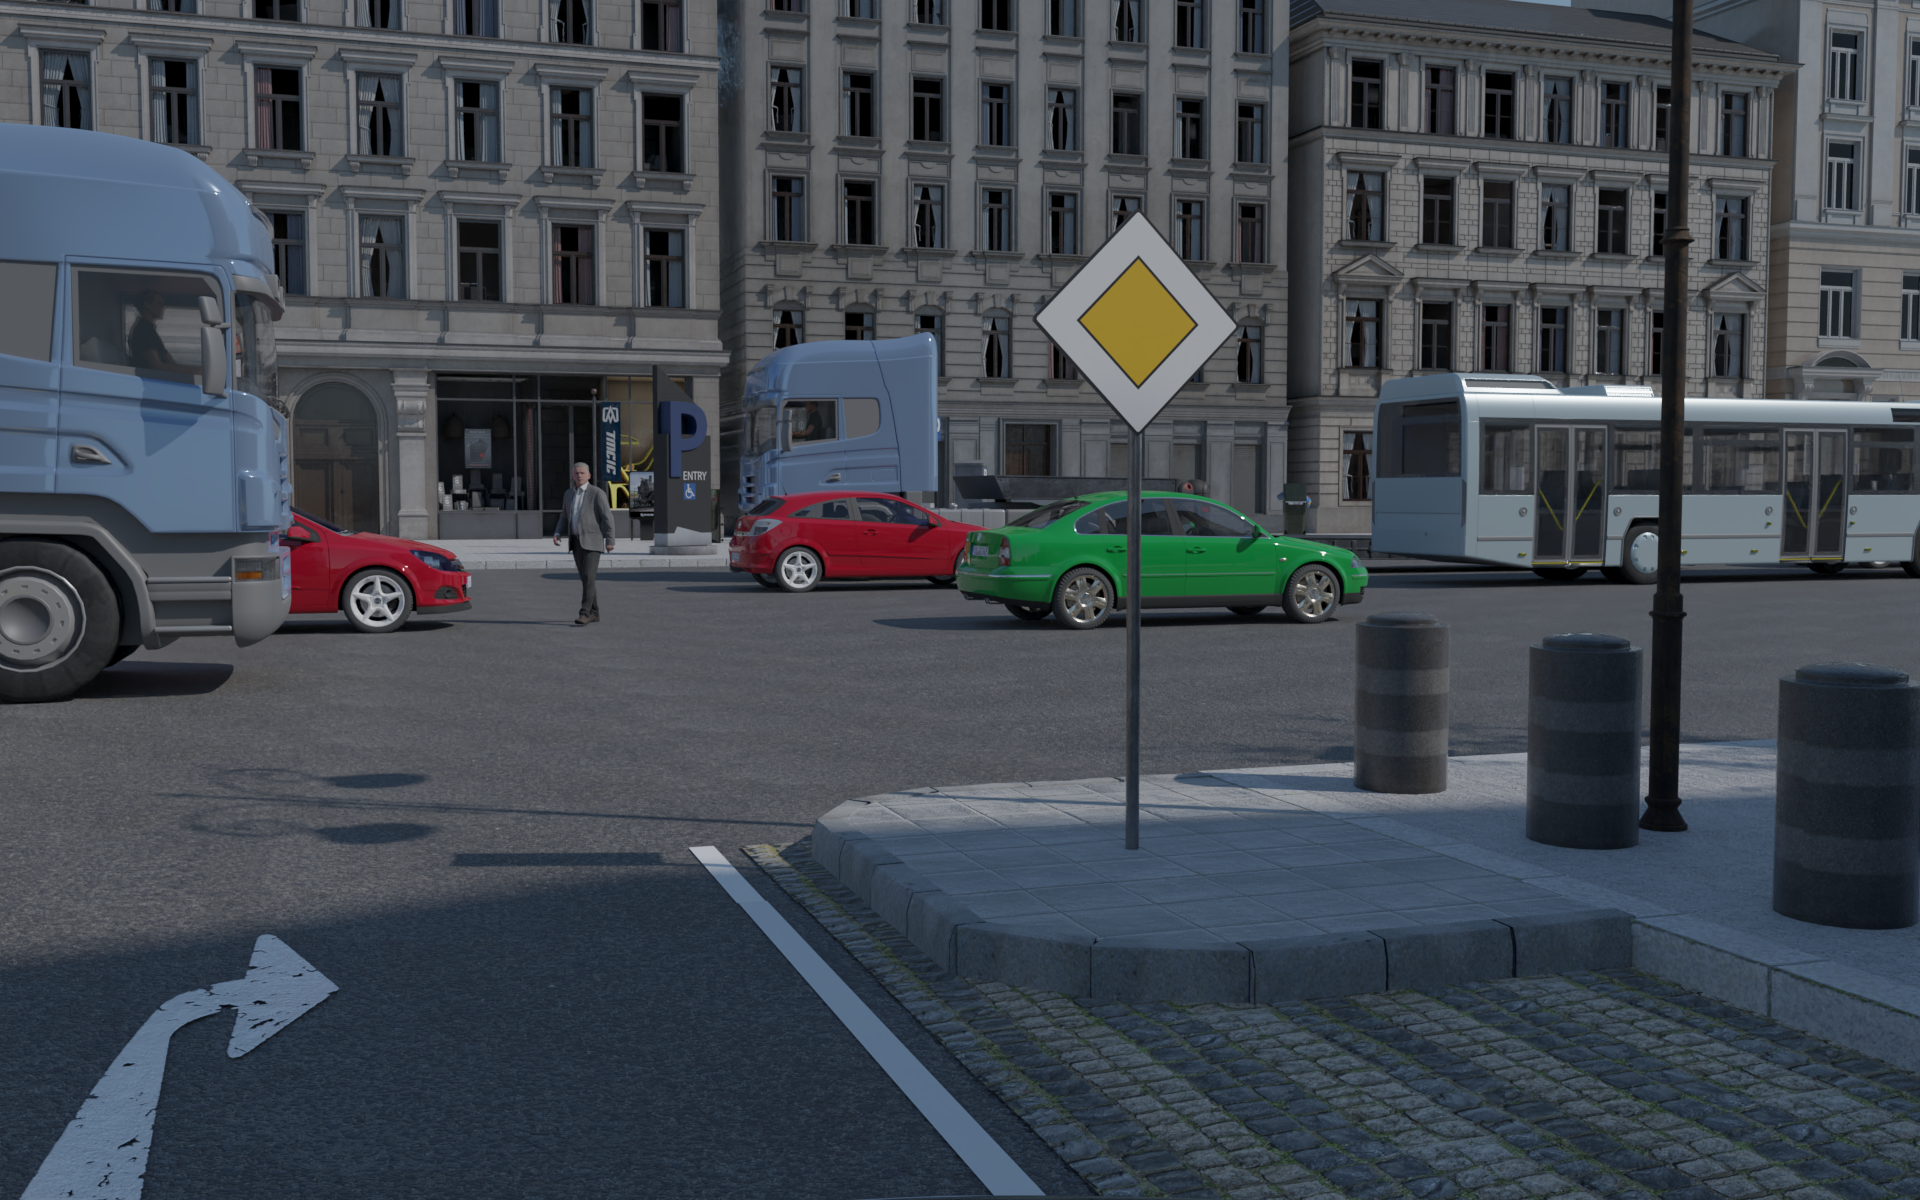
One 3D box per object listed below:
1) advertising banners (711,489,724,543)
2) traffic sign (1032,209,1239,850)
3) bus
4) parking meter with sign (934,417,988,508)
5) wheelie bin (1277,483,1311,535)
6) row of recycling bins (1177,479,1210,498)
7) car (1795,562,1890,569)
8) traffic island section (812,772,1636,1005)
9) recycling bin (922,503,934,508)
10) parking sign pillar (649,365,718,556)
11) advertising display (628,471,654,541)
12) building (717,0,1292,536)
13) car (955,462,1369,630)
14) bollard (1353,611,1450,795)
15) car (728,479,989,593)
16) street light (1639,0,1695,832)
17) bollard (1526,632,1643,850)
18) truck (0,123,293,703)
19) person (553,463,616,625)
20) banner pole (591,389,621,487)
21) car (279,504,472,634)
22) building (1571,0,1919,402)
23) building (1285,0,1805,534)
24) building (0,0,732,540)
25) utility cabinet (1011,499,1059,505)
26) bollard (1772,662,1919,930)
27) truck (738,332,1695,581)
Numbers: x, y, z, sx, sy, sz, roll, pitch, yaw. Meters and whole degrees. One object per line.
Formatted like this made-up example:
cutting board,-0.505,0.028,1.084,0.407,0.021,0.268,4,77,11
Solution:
advertising banners,-6.940,-3.031,45.746,2.074,3.025,0.090,3,5,44
traffic sign,0.620,-0.157,6.204,0.795,2.450,0.064,-1,4,-18
bus,13.404,-2.111,29.370,13.247,3.499,2.948,-1,4,-19
parking meter with sign,0.250,-2.597,38.724,1.738,3.016,0.543,1,4,15
wheelie bin,9.771,-2.622,50.773,0.980,1.594,0.693,0,4,5
row of recycling bins,5.635,-2.413,46.564,1.069,1.692,3.534,2,4,35
car,18.894,-1.586,34.606,5.304,1.827,2.281,-1,4,-18
traffic island section,0.640,0.978,6.288,2.009,0.180,2.903,-1,4,-18
recycling bin,-1.999,-4.965,93.730,0.722,1.027,0.722,-3,4,-37
parking sign pillar,-5.884,-2.951,36.718,1.447,3.967,1.447,3,4,36
advertising display,-8.619,-2.595,47.648,0.974,1.923,0.123,0,4,2
building,0.705,-12.725,57.201,18.267,20.994,9.793,-1,4,-18
car,2.327,-0.651,19.441,4.718,1.807,1.959,-1,4,-18
bollard,1.929,0.437,7.567,0.404,0.777,0.398,0,3,0
car,-1.255,-1.059,26.352,4.494,1.783,2.155,-1,4,-19
street light,2.701,-2.061,6.480,0.468,5.910,1.993,-1,4,-18
bollard,2.312,0.508,6.417,0.404,0.777,0.398,0,3,0
truck,-13.417,-1.271,10.541,18.799,4.110,2.967,-1,4,-19
person,-4.152,-0.619,19.012,0.661,1.777,0.834,1,4,13
banner pole,-8.477,-3.137,41.315,0.863,3.779,0.401,-1,4,-21
car,-7.468,-0.559,18.186,4.494,1.783,2.155,-1,4,-17
building,36.790,-17.398,70.363,20.117,28.700,13.634,-1,4,-18
building,18.660,-12.118,62.761,19.286,19.102,10.561,-1,4,-18
building,-27.100,-12.039,47.749,40.483,20.767,10.553,-1,4,-18
utility cabinet,1.758,-1.868,39.219,1.173,1.500,0.318,1,4,20
bollard,2.701,0.578,5.271,0.404,0.777,0.398,0,3,0
truck,4.769,-2.548,31.418,18.799,4.110,2.967,-1,4,-17
